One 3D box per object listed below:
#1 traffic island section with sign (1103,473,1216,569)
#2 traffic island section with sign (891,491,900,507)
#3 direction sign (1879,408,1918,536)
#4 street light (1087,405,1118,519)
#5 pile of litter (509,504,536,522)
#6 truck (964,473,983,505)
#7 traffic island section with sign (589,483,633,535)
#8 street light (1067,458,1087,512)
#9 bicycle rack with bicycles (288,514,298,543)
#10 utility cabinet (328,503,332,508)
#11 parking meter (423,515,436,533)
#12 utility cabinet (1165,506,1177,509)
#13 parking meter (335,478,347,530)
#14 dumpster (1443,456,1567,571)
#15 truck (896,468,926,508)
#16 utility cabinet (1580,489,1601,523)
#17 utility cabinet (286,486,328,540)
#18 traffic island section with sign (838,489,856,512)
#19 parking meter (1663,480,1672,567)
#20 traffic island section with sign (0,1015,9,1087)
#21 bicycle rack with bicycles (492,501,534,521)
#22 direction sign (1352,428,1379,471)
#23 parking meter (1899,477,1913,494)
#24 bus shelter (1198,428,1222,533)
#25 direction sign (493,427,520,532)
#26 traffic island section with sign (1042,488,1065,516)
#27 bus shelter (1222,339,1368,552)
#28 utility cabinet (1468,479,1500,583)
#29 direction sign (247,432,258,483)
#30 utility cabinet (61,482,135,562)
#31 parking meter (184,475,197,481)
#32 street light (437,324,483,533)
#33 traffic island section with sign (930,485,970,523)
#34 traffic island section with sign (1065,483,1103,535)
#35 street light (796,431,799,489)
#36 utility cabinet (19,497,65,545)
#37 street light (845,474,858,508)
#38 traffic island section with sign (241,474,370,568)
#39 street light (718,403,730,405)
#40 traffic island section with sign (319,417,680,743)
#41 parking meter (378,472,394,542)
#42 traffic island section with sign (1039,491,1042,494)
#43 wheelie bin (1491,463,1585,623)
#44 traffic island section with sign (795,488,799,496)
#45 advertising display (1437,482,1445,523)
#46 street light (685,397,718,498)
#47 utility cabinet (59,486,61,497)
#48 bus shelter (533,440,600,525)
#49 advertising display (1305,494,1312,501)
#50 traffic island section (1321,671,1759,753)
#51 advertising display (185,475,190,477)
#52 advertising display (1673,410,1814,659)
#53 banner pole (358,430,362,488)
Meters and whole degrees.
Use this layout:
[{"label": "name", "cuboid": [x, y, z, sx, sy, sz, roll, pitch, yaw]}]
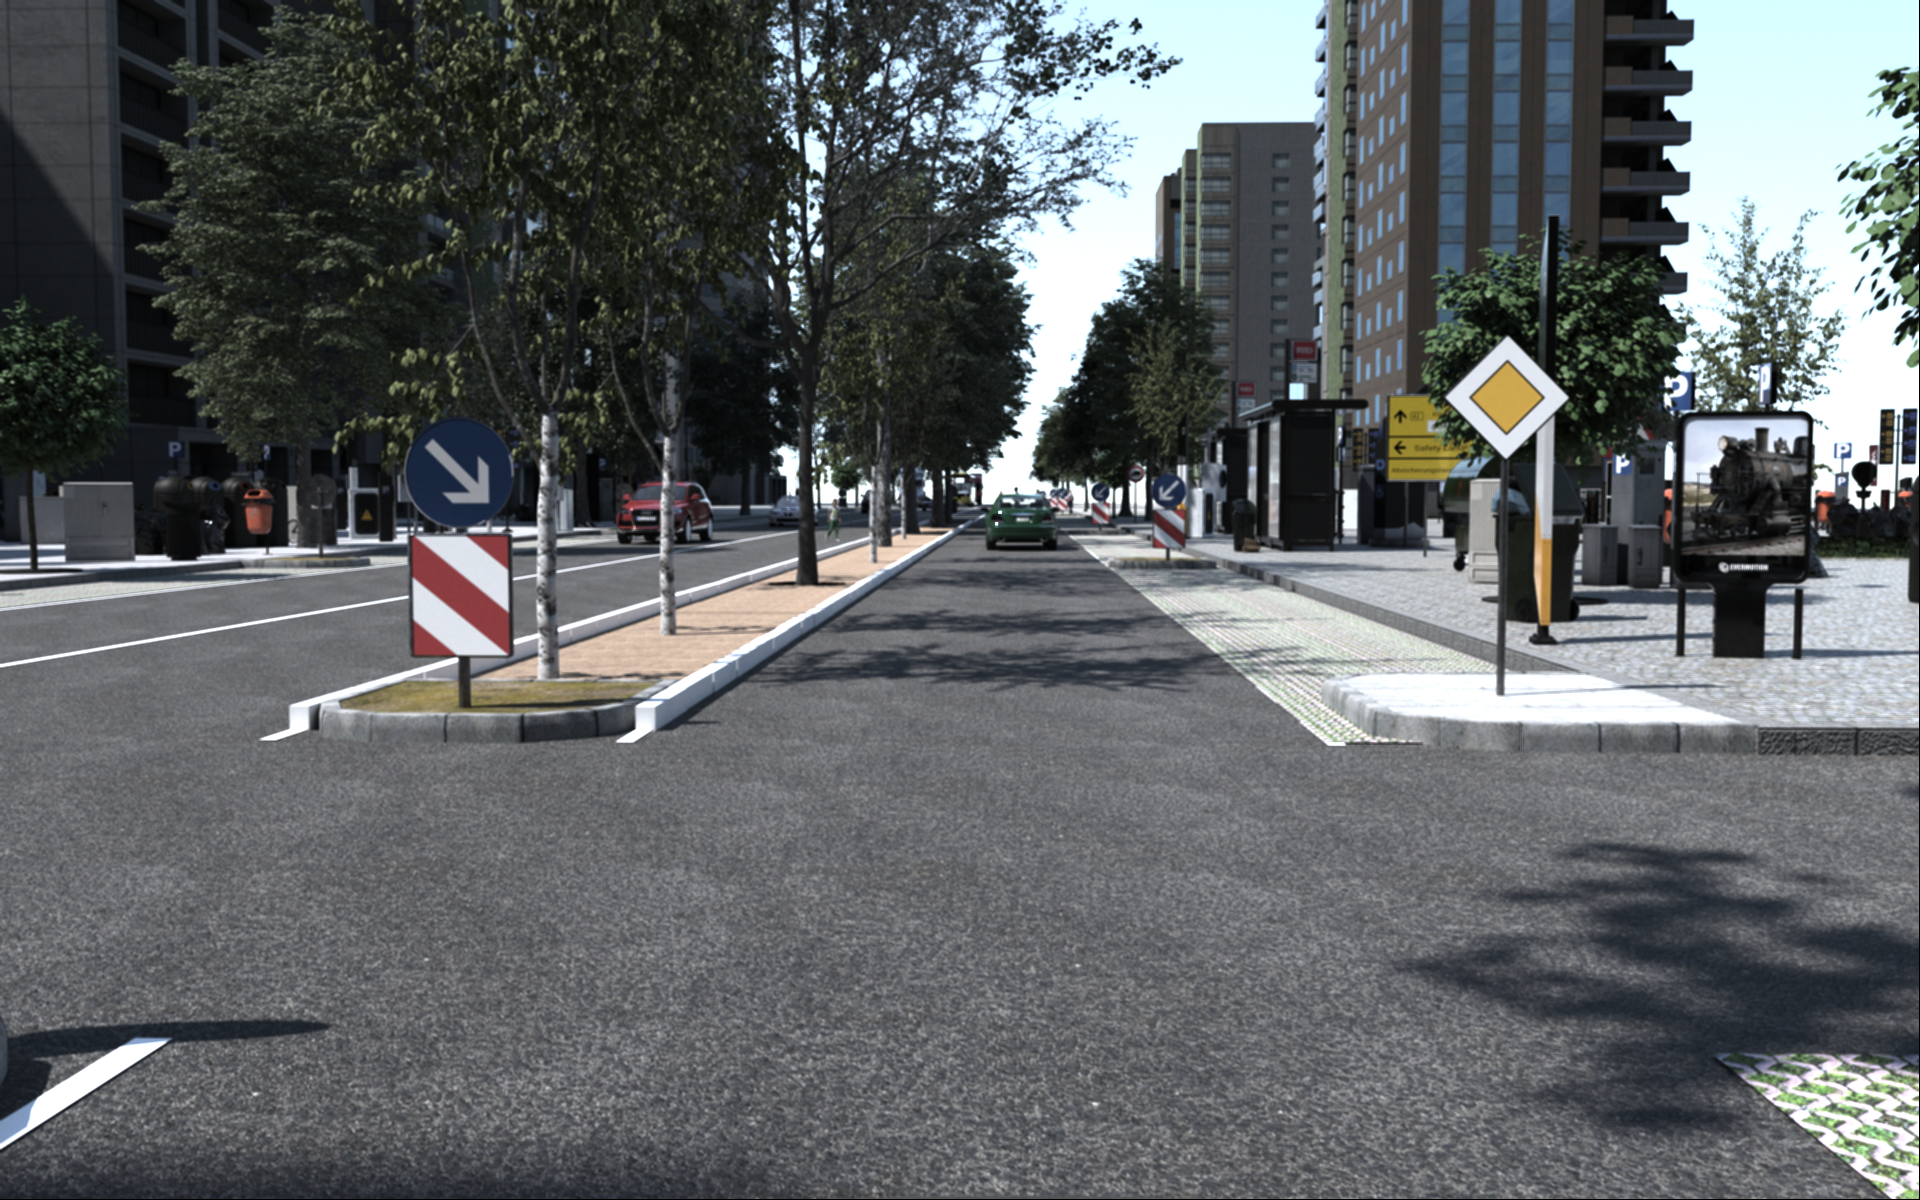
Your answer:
[{"label": "traffic island section with sign", "cuboid": [3.891, -1.535, 33.729, 1.989, 1.847, 2.006, 0, 4, 2]}, {"label": "traffic island section with sign", "cuboid": [-7.519, -11.287, 193.176, 1.989, 1.847, 2.006, 0, 4, 2]}, {"label": "direction sign", "cuboid": [24.834, -3.297, 45.910, 0.876, 3.537, 0.379, 3, 4, 36]}, {"label": "street light", "cuboid": [7.535, -7.221, 90.611, 1.470, 5.913, 1.316, 0, 4, 2]}, {"label": "pile of litter", "cuboid": [-20.202, -4.073, 80.560, 1.719, 0.858, 1.176, 1, 4, 12]}, {"label": "truck", "cuboid": [1.811, -15.118, 236.086, 2.839, 4.237, 11.283, 0, 4, 1]}, {"label": "traffic island section with sign", "cuboid": [-11.897, -3.206, 61.043, 1.989, 1.847, 2.006, 0, 4, 2]}, {"label": "street light", "cuboid": [8.674, -9.437, 126.843, 1.470, 5.913, 1.316, 0, 4, 2]}, {"label": "bicycle rack with bicycles", "cuboid": [-17.887, -1.969, 45.576, 2.852, 0.926, 2.925, 1, 4, 8]}, {"label": "utility cabinet", "cuboid": [-19.001, -2.595, 51.111, 0.318, 1.500, 1.173, 1, 4, 13]}, {"label": "parking meter", "cuboid": [-16.527, -2.784, 53.923, 0.372, 1.533, 0.369, 0, 3, 0]}, {"label": "utility cabinet", "cuboid": [10.043, -4.397, 80.565, 0.318, 1.500, 1.173, -3, 4, -38]}, {"label": "parking meter", "cuboid": [-22.088, -3.433, 61.833, 0.399, 1.863, 0.255, -1, 4, -17]}, {"label": "dumpster", "cuboid": [8.780, -1.556, 27.941, 1.502, 2.255, 1.985, 0, 4, 2]}, {"label": "truck", "cuboid": [-4.756, -11.817, 182.973, 2.967, 4.110, 18.799, 0, 4, 1]}, {"label": "utility cabinet", "cuboid": [27.504, -4.094, 75.613, 1.173, 1.500, 0.318, -1, 4, -9]}, {"label": "utility cabinet", "cuboid": [-18.169, -2.399, 47.902, 1.173, 1.500, 0.318, 1, 4, 14]}, {"label": "traffic island section with sign", "cuboid": [-9.341, -7.910, 137.955, 1.989, 1.847, 2.006, 0, 4, 2]}, {"label": "parking meter", "cuboid": [12.476, -1.362, 30.673, 0.372, 1.533, 0.369, 0, 3, 0]}, {"label": "traffic island section with sign", "cuboid": [-3.198, 0.283, 3.512, 2.006, 1.907, 1.989, 0, 4, 2]}, {"label": "bicycle rack with bicycles", "cuboid": [-21.877, -4.378, 84.955, 2.925, 0.926, 2.852, 0, 4, -2]}, {"label": "direction sign", "cuboid": [13.977, -4.144, 59.753, 0.876, 3.537, 0.379, 1, 4, 17]}, {"label": "parking meter", "cuboid": [32.360, -3.278, 59.301, 0.399, 1.863, 0.255, -2, 4, -27]}, {"label": "bus shelter", "cuboid": [9.373, -4.992, 59.256, 2.179, 5.291, 8.768, 0, 4, 2]}, {"label": "direction sign", "cuboid": [-15.224, -4.047, 58.162, 0.876, 3.537, 0.379, 0, 4, 2]}, {"label": "traffic island section with sign", "cuboid": [6.438, -6.258, 110.938, 1.989, 1.847, 2.006, 0, 4, 2]}, {"label": "bus shelter", "cuboid": [8.124, -3.970, 42.548, 2.179, 5.291, 8.768, 0, 4, 2]}, {"label": "utility cabinet", "cuboid": [7.855, -0.976, 24.630, 1.173, 1.500, 0.318, 3, 5, 40]}, {"label": "direction sign", "cuboid": [-24.294, -4.129, 59.504, 0.379, 3.537, 0.876, 0, 4, -2]}, {"label": "utility cabinet", "cuboid": [-16.203, -1.463, 32.606, 1.173, 1.500, 0.318, -2, 4, -27]}, {"label": "parking meter", "cuboid": [-23.729, -2.915, 53.365, 0.399, 1.863, 0.255, 1, 4, 22]}, {"label": "street light", "cuboid": [-13.745, -4.586, 47.523, 1.470, 5.913, 1.316, 0, 4, 2]}, {"label": "traffic island section with sign", "cuboid": [-0.466, -4.763, 86.012, 2.006, 1.907, 1.989, 0, 4, 2]}, {"label": "traffic island section with sign", "cuboid": [4.796, -3.196, 60.881, 1.989, 1.847, 2.006, 0, 4, 2]}, {"label": "street light", "cuboid": [-11.222, -9.281, 124.287, 1.470, 5.913, 1.316, 0, 4, 2]}, {"label": "utility cabinet", "cuboid": [-23.280, -2.006, 43.958, 1.020, 1.237, 0.306, -2, 4, -28]}, {"label": "street light", "cuboid": [-9.992, -11.473, 160.130, 1.470, 5.913, 1.316, 0, 4, 2]}, {"label": "traffic island section with sign", "cuboid": [-12.779, -1.558, 34.102, 1.989, 1.847, 2.006, 0, 4, 2]}, {"label": "street light", "cuboid": [-12.385, -7.074, 88.204, 1.470, 5.913, 1.316, 0, 4, 2]}, {"label": "traffic island section with sign", "cuboid": [-2.943, -0.170, 10.915, 2.006, 1.907, 1.989, 0, 4, 2]}, {"label": "parking meter", "cuboid": [-15.462, -2.507, 46.693, 0.399, 1.863, 0.255, -1, 4, -21]}, {"label": "traffic island section with sign", "cuboid": [7.339, -7.905, 137.878, 1.989, 1.847, 2.006, 0, 4, 2]}, {"label": "wheelie bin", "cuboid": [5.796, -0.587, 17.500, 0.980, 1.594, 0.693, -1, 4, -22]}, {"label": "traffic island section with sign", "cuboid": [-10.229, -6.259, 110.967, 1.989, 1.847, 2.006, 0, 4, 2]}, {"label": "advertising display", "cuboid": [21.603, -4.369, 76.645, 0.974, 1.923, 0.123, -1, 4, -10]}, {"label": "street light", "cuboid": [-12.579, -6.760, 83.059, 1.470, 5.913, 1.316, 0, 4, 2]}, {"label": "utility cabinet", "cuboid": [-23.481, -2.294, 46.185, 1.173, 1.500, 0.318, 2, 4, 27]}, {"label": "bus shelter", "cuboid": [-17.002, -5.171, 75.828, 1.731, 3.624, 6.357, 0, 4, 2]}, {"label": "advertising display", "cuboid": [11.925, -3.304, 59.231, 0.123, 1.923, 0.974, 0, 4, 5]}, {"label": "traffic island section", "cuboid": [3.462, 0.687, 11.043, 2.009, 0.180, 2.903, 0, 4, 2]}, {"label": "advertising display", "cuboid": [-26.730, -3.360, 60.148, 0.123, 1.923, 0.974, -2, 4, -34]}, {"label": "advertising display", "cuboid": [6.108, -0.509, 13.542, 0.974, 1.923, 0.123, 1, 4, 15]}, {"label": "banner pole", "cuboid": [-23.691, -4.771, 68.030, 0.863, 3.779, 0.401, 3, 4, 36]}]
